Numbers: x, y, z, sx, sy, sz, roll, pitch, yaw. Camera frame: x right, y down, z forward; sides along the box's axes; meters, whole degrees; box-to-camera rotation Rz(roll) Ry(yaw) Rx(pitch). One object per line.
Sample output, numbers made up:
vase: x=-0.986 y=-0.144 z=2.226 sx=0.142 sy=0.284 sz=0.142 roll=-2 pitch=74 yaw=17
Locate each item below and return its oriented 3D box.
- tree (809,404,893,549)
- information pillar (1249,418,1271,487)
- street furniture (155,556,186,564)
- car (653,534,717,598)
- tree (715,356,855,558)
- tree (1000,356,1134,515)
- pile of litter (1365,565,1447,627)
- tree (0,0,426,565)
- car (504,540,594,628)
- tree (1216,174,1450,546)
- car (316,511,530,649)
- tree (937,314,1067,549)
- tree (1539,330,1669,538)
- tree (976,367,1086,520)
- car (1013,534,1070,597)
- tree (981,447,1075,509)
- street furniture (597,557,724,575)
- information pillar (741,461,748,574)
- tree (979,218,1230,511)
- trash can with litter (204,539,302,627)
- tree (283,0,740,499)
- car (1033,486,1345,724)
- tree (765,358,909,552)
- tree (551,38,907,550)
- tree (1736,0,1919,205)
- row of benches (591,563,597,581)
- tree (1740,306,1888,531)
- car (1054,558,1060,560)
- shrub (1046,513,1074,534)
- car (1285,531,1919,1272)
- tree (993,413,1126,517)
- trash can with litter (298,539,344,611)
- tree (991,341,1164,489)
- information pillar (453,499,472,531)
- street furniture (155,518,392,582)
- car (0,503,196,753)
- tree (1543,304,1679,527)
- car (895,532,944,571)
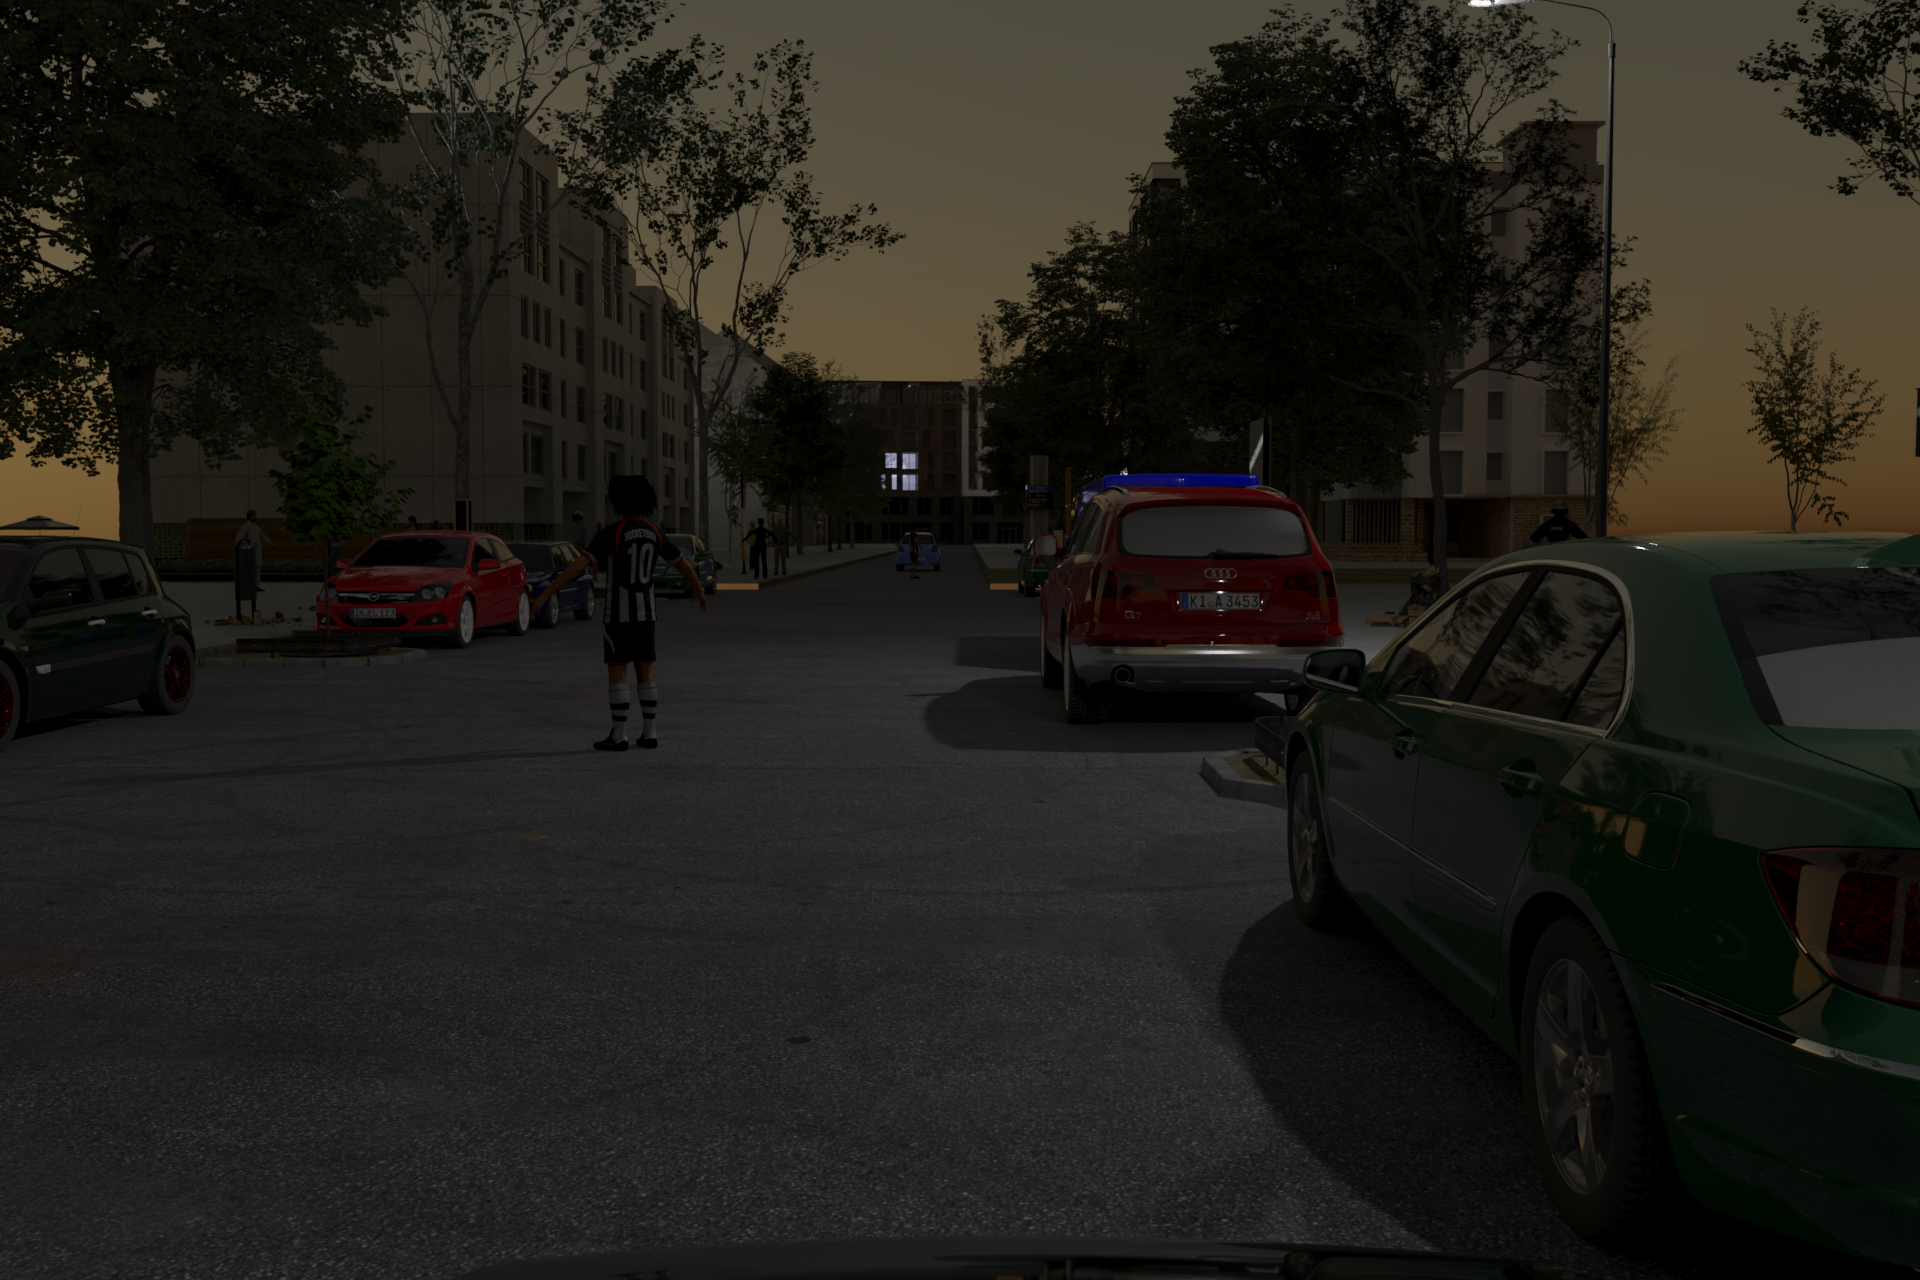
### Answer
tree: x=-9.848 y=-14.266 z=151.380 sx=7.486 sy=12.596 sz=7.792 roll=0 pitch=3 yaw=0
information pillar: x=6.200 y=-2.725 z=35.876 sx=0.184 sy=3.620 sz=1.656 roll=0 pitch=4 yaw=0
street furniture: x=-23.477 y=-2.768 z=60.876 sx=10.072 sy=0.657 sz=5.734 roll=1 pitch=4 yaw=13
car: x=-6.765 y=-1.729 z=40.062 sx=2.131 sy=1.459 sz=4.920 roll=0 pitch=4 yaw=0
tree: x=-9.366 y=-9.614 z=91.594 sx=8.767 sy=10.594 sz=7.601 roll=1 pitch=4 yaw=21
tree: x=6.021 y=-10.464 z=96.848 sx=9.928 sy=11.665 sz=9.643 roll=0 pitch=3 yaw=0
pile of litter: x=6.256 y=-0.614 z=24.001 sx=1.176 sy=0.858 sz=1.719 roll=0 pitch=3 yaw=0
tree: x=-13.201 y=-7.367 z=27.104 sx=9.857 sy=13.997 sz=8.962 roll=0 pitch=3 yaw=0
car: x=-7.000 y=-0.913 z=27.515 sx=1.945 sy=1.354 sz=3.894 roll=0 pitch=4 yaw=0
tree: x=11.266 y=-8.247 z=52.958 sx=7.486 sy=12.596 sz=7.792 roll=0 pitch=3 yaw=0
car: x=-7.038 y=-0.853 z=22.982 sx=2.155 sy=1.783 sz=4.494 roll=0 pitch=4 yaw=1
tree: x=4.408 y=-18.016 z=150.446 sx=12.611 sy=20.169 sz=13.585 roll=0 pitch=3 yaw=0
tree: x=22.775 y=-6.891 z=63.032 sx=4.360 sy=8.622 sz=3.978 roll=0 pitch=3 yaw=0
tree: x=5.325 y=-13.226 z=122.900 sx=9.857 sy=13.997 sz=8.962 roll=0 pitch=3 yaw=0
car: x=2.343 y=-1.767 z=40.696 sx=2.131 sy=1.459 sz=4.920 roll=0 pitch=4 yaw=-1
tree: x=6.134 y=-12.225 z=134.286 sx=8.767 sy=10.594 sz=7.601 roll=-1 pitch=4 yaw=-16
street furniture: x=-11.429 y=-2.642 z=58.826 sx=5.734 sy=0.657 sz=10.072 roll=1 pitch=4 yaw=8
information pillar: x=-6.926 y=-3.916 z=55.381 sx=0.183 sy=3.616 sz=0.504 roll=0 pitch=4 yaw=1
tree: x=5.946 y=-9.897 z=68.465 sx=9.857 sy=13.997 sz=8.962 roll=0 pitch=3 yaw=0
trash can with litter: x=-10.042 y=-0.853 z=25.009 sx=1.678 sy=1.210 sz=2.233 roll=0 pitch=4 yaw=1
tree: x=-12.171 y=-11.590 z=45.383 sx=12.611 sy=20.169 sz=13.585 roll=0 pitch=3 yaw=0
car: x=1.784 y=-0.361 z=14.583 sx=2.281 sy=1.827 sz=5.304 roll=0 pitch=4 yaw=-1
tree: x=-9.175 y=-12.878 z=120.924 sx=12.009 sy=13.543 sz=11.850 roll=0 pitch=3 yaw=0
tree: x=-8.484 y=-12.822 z=65.524 sx=12.611 sy=20.169 sz=13.585 roll=0 pitch=3 yaw=0
tree: x=25.875 y=-11.598 z=45.520 sx=12.611 sy=20.169 sz=13.585 roll=0 pitch=3 yaw=0
row of benches: x=-11.436 y=-1.858 z=45.841 sx=1.422 sy=0.672 sz=4.104 roll=3 pitch=5 yaw=39
tree: x=27.002 y=-6.437 z=55.604 sx=4.737 sy=8.622 sz=4.395 roll=0 pitch=3 yaw=0
car: x=2.638 y=-1.274 z=30.416 sx=1.945 sy=1.707 sz=3.694 roll=0 pitch=4 yaw=-1
shrub: x=3.527 y=-3.172 z=56.283 sx=1.690 sy=2.028 sz=1.600 roll=0 pitch=3 yaw=0
car: x=2.152 y=0.421 z=4.907 sx=2.131 sy=1.459 sz=4.920 roll=0 pitch=3 yaw=0
tree: x=6.147 y=-10.573 z=107.281 sx=8.767 sy=10.594 sz=7.601 roll=0 pitch=4 yaw=4
trash can with litter: x=-10.462 y=-1.137 z=29.646 sx=1.678 sy=1.210 sz=2.233 roll=0 pitch=4 yaw=1
tree: x=5.598 y=-8.859 z=79.256 sx=8.767 sy=10.594 sz=7.601 roll=0 pitch=4 yaw=-2
information pillar: x=-10.437 y=-1.952 z=36.411 sx=0.304 sy=2.012 sz=0.304 roll=0 pitch=4 yaw=1
street furniture: x=-20.311 y=-2.607 z=49.479 sx=9.812 sy=1.723 sz=11.010 roll=0 pitch=4 yaw=6
car: x=-7.060 y=-0.158 z=12.374 sx=2.009 sy=1.686 sz=4.222 roll=0 pitch=4 yaw=1
tree: x=20.626 y=-6.471 z=56.158 sx=4.360 sy=8.622 sz=3.978 roll=0 pitch=3 yaw=0
car: x=-1.606 y=-3.552 z=67.667 sx=1.945 sy=1.707 sz=3.694 roll=0 pitch=4 yaw=0
